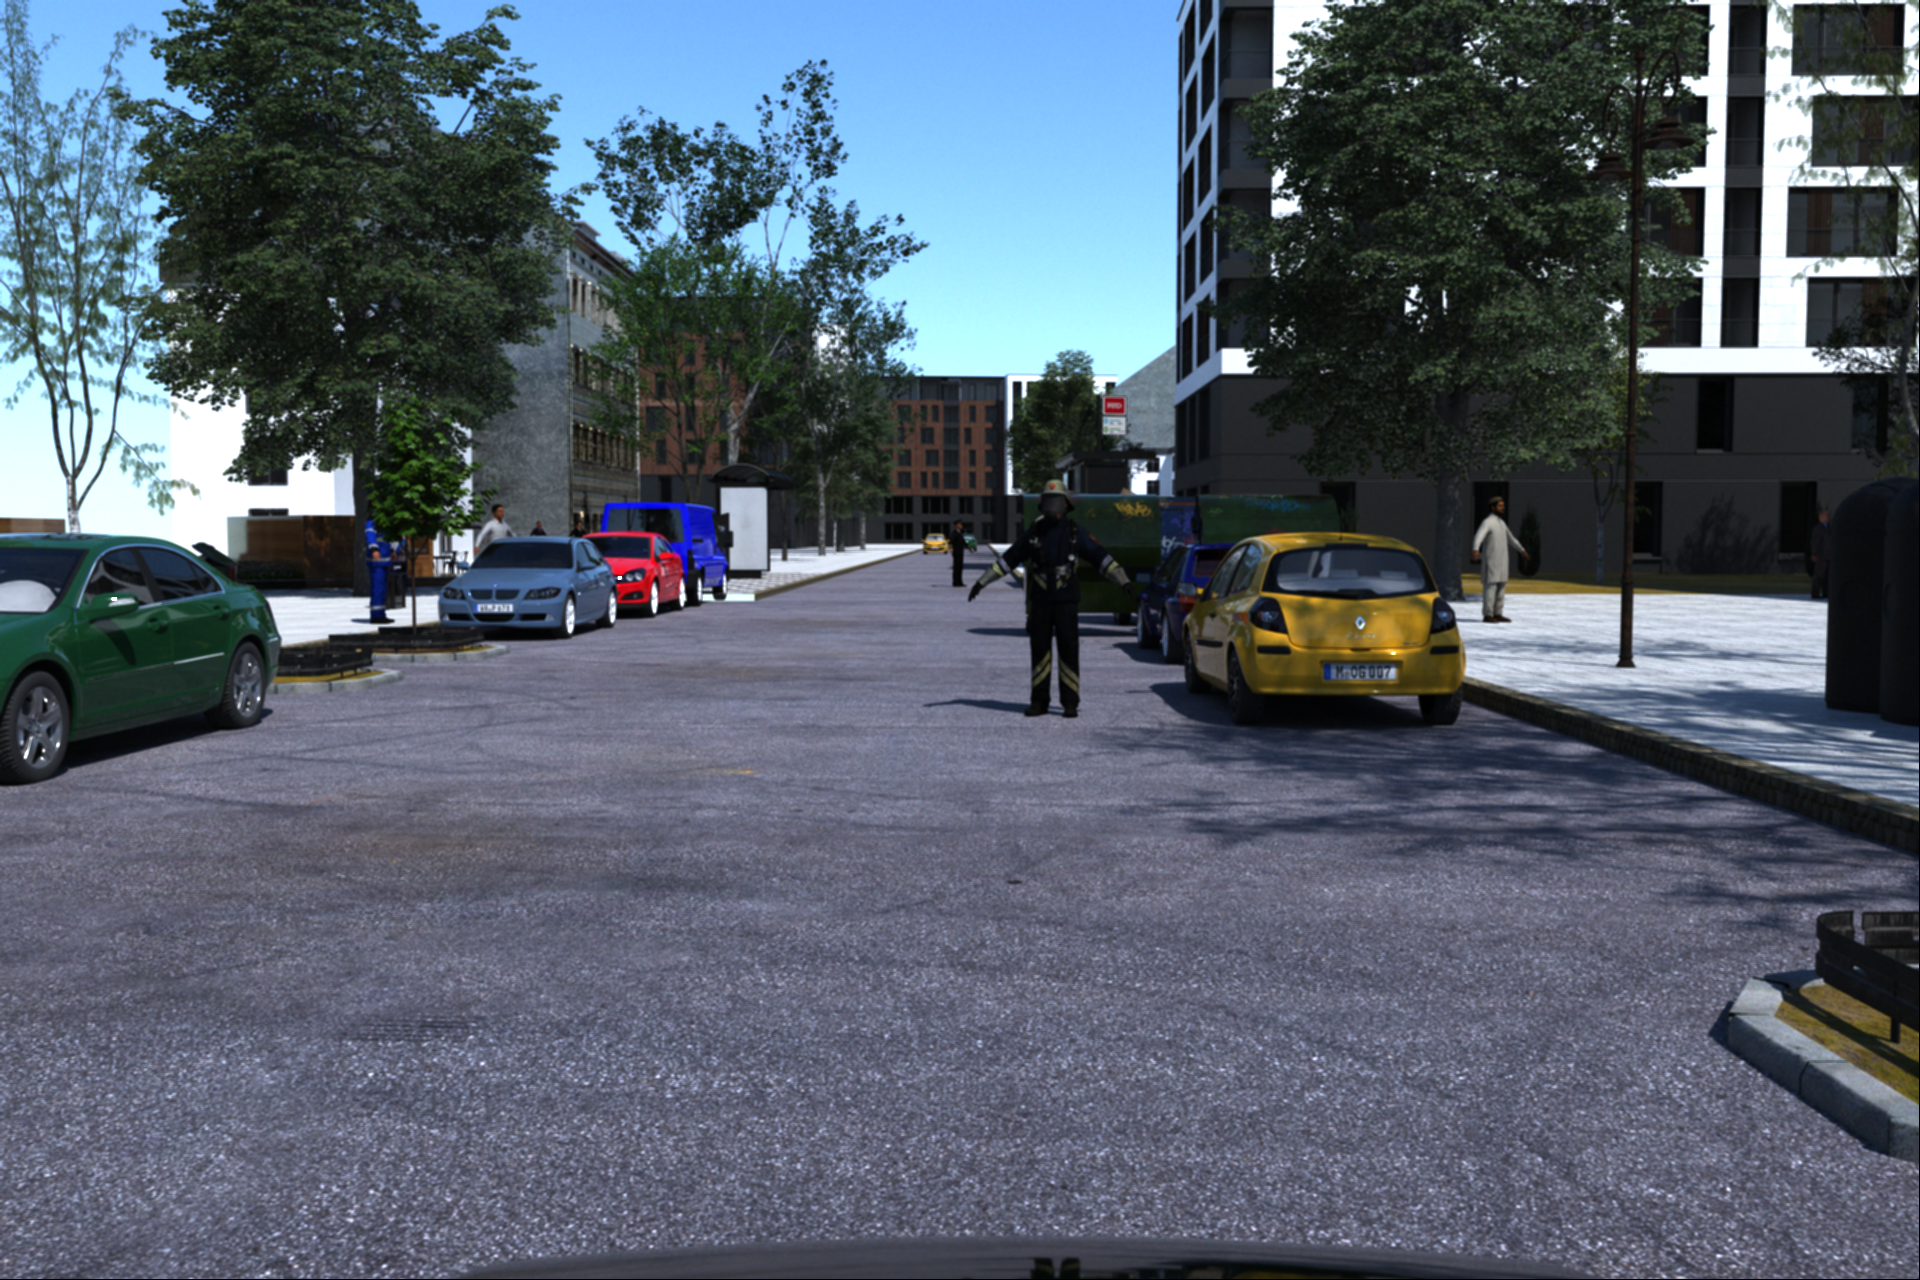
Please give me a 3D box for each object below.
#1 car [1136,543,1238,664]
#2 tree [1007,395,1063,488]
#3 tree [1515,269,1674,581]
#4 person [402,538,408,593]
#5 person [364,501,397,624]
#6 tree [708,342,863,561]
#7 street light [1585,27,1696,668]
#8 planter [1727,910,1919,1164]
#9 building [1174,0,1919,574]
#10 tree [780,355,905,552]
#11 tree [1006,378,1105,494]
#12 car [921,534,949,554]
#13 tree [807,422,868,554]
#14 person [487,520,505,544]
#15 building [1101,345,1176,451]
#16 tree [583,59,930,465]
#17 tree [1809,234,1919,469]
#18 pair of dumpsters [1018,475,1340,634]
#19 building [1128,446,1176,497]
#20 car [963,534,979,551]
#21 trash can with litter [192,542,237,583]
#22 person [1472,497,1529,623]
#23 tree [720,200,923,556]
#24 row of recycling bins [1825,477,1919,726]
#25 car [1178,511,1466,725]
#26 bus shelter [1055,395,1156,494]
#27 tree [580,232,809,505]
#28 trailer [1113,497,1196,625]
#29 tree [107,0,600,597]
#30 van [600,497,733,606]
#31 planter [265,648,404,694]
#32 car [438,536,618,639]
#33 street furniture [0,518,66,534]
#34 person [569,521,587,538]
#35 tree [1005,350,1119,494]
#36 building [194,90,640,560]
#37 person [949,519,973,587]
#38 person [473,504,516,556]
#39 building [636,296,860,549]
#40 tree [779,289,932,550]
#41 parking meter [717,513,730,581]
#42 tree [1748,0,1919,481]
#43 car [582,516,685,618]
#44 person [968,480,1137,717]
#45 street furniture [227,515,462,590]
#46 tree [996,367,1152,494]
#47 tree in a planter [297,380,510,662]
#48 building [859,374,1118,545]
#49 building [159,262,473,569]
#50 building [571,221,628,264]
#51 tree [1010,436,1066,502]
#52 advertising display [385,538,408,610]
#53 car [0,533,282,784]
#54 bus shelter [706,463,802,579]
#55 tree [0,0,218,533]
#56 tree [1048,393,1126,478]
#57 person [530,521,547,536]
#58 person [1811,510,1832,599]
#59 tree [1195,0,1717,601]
[{"bbox_3d":[3.108,-0.485,20.515,1.945,1.354,3.894,0,4,-1],"label":"car"},{"bbox_3d":[6.931,-12.198,125.191,9.928,11.665,9.643,0,3,0],"label":"tree"},{"bbox_3d":[17.207,-5.887,46.610,4.737,8.622,4.395,0,3,0],"label":"tree"},{"bbox_3d":[-12.281,-1.965,37.990,0.705,1.847,1.347,-1,4,-13],"label":"person"},{"bbox_3d":[-8.315,-1.154,24.841,0.704,1.831,1.345,-1,4,-8],"label":"person"},{"bbox_3d":[-8.238,-9.097,83.147,8.767,10.594,7.601,2,4,27],"label":"tree"},{"bbox_3d":[6.412,-2.674,16.506,0.468,5.910,1.993,0,4,0],"label":"street light"},{"bbox_3d":[3.138,1.021,4.447,1.991,0.319,1.994,0,4,1],"label":"planter"},{"bbox_3d":[22.584,-13.898,71.202,27.936,21.610,32.646,0,4,1],"label":"building"},{"bbox_3d":[-8.507,-13.150,121.652,9.857,13.997,8.962,0,3,0],"label":"tree"},{"bbox_3d":[6.616,-11.638,116.031,9.928,11.665,9.643,0,3,0],"label":"tree"},{"bbox_3d":[-1.748,-6.969,124.169,2.015,1.641,3.980,0,4,1],"label":"car"},{"bbox_3d":[-8.203,-9.889,112.048,4.360,8.622,3.978,0,3,0],"label":"tree"},{"bbox_3d":[-17.060,-3.578,64.627,1.347,1.817,0.704,1,4,11],"label":"person"},{"bbox_3d":[25.484,-22.425,197.581,19.493,23.208,18.063,0,4,1],"label":"building"},{"bbox_3d":[-7.990,-13.025,68.851,12.611,20.169,13.585,0,3,0],"label":"tree"},{"bbox_3d":[28.740,-6.981,48.554,8.767,10.594,7.601,1,4,13],"label":"tree"},{"bbox_3d":[3.044,-1.194,24.470,4.436,2.255,1.574,0,4,0],"label":"pair of dumpsters"},{"bbox_3d":[21.181,-13.868,168.889,9.099,9.664,28.070,0,3,0],"label":"building"},{"bbox_3d":[0.497,-8.077,143.860,2.131,1.459,4.920,0,4,0],"label":"car"},{"bbox_3d":[-9.880,-0.742,23.514,1.055,1.170,0.624,0,4,1],"label":"trash can with litter"},{"bbox_3d":[7.786,-1.164,25.120,1.344,1.819,0.704,-3,5,-40],"label":"person"},{"bbox_3d":[-8.098,-14.940,100.153,12.611,20.169,13.585,0,3,0],"label":"tree"},{"bbox_3d":[6.753,-0.253,11.254,1.069,1.692,3.534,0,4,1],"label":"row of recycling bins"},{"bbox_3d":[2.894,-0.259,14.452,2.015,1.641,3.980,0,3,0],"label":"car"},{"bbox_3d":[3.815,-4.294,47.843,2.179,5.291,8.768,0,4,-1],"label":"bus shelter"},{"bbox_3d":[-9.073,-8.133,58.736,9.928,11.665,9.643,0,3,0],"label":"tree"},{"bbox_3d":[3.199,-1.305,28.390,1.471,1.999,3.904,0,4,0],"label":"trailer"},{"bbox_3d":[-12.194,-7.869,35.321,9.857,13.997,8.962,0,3,0],"label":"tree"},{"bbox_3d":[-6.055,-1.932,35.966,2.240,2.365,5.245,0,4,1],"label":"van"},{"bbox_3d":[-6.445,0.285,16.484,1.991,0.319,1.994,0,4,0],"label":"planter"},{"bbox_3d":[-6.180,-0.808,25.217,2.014,1.417,4.499,0,4,1],"label":"car"},{"bbox_3d":[-27.149,-2.450,46.911,11.010,1.723,9.812,0,4,-7],"label":"street furniture"},{"bbox_3d":[-15.244,-3.867,69.413,0.705,1.806,1.347,3,5,42],"label":"person"},{"bbox_3d":[6.540,-11.556,107.063,7.486,12.596,7.792,0,3,0],"label":"tree"},{"bbox_3d":[-28.502,-16.106,94.269,19.493,23.208,18.063,0,3,0],"label":"building"},{"bbox_3d":[-0.023,-2.362,47.012,0.705,1.837,1.347,2,4,26],"label":"person"},{"bbox_3d":[-8.257,-1.524,31.069,0.704,1.810,1.344,2,4,31],"label":"person"},{"bbox_3d":[-24.732,-19.653,165.294,27.936,21.610,32.646,0,4,1],"label":"building"},{"bbox_3d":[-8.521,-17.180,136.780,12.611,20.169,13.585,0,3,0],"label":"tree"},{"bbox_3d":[-6.555,-2.566,47.667,0.399,1.863,0.255,0,4,1],"label":"parking meter"},{"bbox_3d":[8.737,-4.007,15.880,4.360,8.622,3.978,0,3,0],"label":"tree"},{"bbox_3d":[-6.099,-1.344,31.013,2.155,1.783,4.494,0,4,1],"label":"car"},{"bbox_3d":[0.738,-0.329,13.619,1.354,1.856,0.705,1,4,17],"label":"person"},{"bbox_3d":[-17.123,-2.305,44.549,11.010,1.723,9.812,-3,5,-42],"label":"street furniture"},{"bbox_3d":[6.451,-9.896,96.213,8.767,10.594,7.601,-1,4,-10],"label":"tree"},{"bbox_3d":[-6.407,-1.408,20.236,1.991,3.239,1.994,0,4,2],"label":"tree in a planter"},{"bbox_3d":[2.559,-23.669,233.418,32.646,21.610,27.936,0,4,-5],"label":"building"},{"bbox_3d":[-23.768,-7.677,67.665,9.099,9.664,28.070,0,4,1],"label":"building"},{"bbox_3d":[-27.567,-15.268,106.051,16.016,20.090,11.380,0,3,0],"label":"building"},{"bbox_3d":[7.689,-12.606,140.526,7.601,10.594,8.767,-1,4,-13],"label":"tree"},{"bbox_3d":[-9.688,-1.496,29.675,0.123,1.923,0.974,0,4,1],"label":"advertising display"},{"bbox_3d":[-6.178,0.022,11.441,2.131,1.459,4.920,0,4,1],"label":"car"},{"bbox_3d":[-6.128,-3.562,52.159,2.014,3.302,5.546,0,4,3],"label":"bus shelter"},{"bbox_3d":[-11.951,-4.463,23.335,4.360,8.622,3.978,0,3,0],"label":"tree"},{"bbox_3d":[6.492,-8.509,89.488,4.360,8.622,3.978,0,3,0],"label":"tree"},{"bbox_3d":[-16.875,-3.871,69.512,0.704,1.802,1.346,2,4,31],"label":"person"},{"bbox_3d":[17.192,-1.699,34.368,0.990,1.755,0.434,-2,4,-33],"label":"person"},{"bbox_3d":[9.298,-7.731,33.060,9.857,13.997,8.962,0,3,0],"label":"tree"}]
